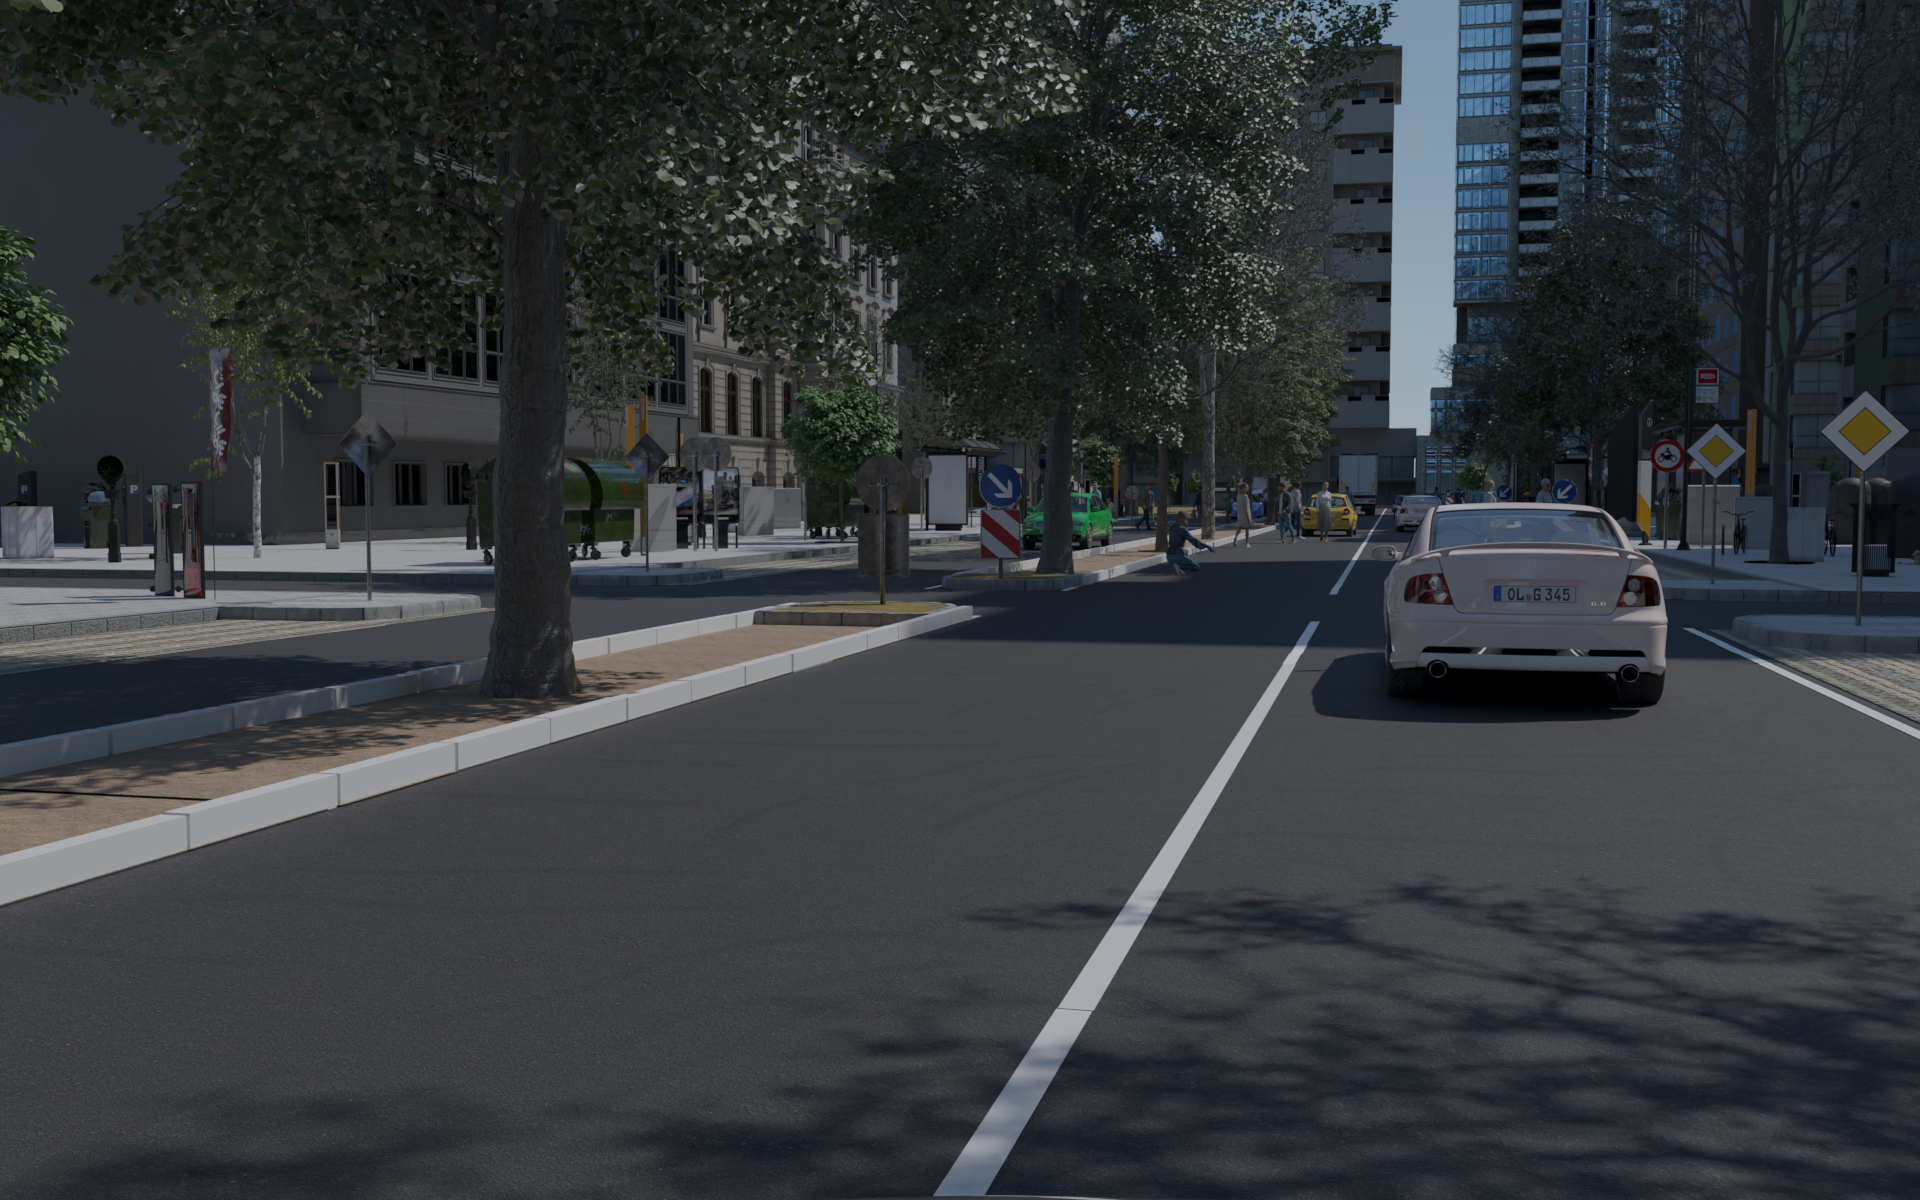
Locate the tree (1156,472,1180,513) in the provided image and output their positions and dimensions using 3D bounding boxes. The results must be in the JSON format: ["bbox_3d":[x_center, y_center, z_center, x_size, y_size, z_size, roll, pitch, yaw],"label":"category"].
[{"bbox_3d":[14.263,-7.613,119.066,1.663,3.219,1.824,0,3,0],"label":"tree"}]

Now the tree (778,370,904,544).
[{"bbox_3d":[-3.112,-3.775,45.438,4.285,4.588,4.351,0,3,0],"label":"tree"}]

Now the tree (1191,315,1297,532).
[{"bbox_3d":[10.472,-6.836,64.589,4.360,8.622,3.978,0,3,0],"label":"tree"}]

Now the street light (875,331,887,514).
[{"bbox_3d":[-1.791,-4.613,47.966,1.470,5.913,1.316,1,4,14],"label":"street light"}]

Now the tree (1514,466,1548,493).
[{"bbox_3d":[30.849,-6.026,93.131,1.663,3.219,1.824,0,3,0],"label":"tree"}]

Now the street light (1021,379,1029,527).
[{"bbox_3d":[3.067,-5.793,67.260,1.470,5.913,1.316,1,4,14],"label":"street light"}]

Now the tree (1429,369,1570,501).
[{"bbox_3d":[33.161,-10.371,103.986,7.601,10.594,8.767,2,4,33],"label":"tree"}]

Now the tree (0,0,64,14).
[{"bbox_3d":[-4.928,-5.074,3.547,7.486,12.596,7.792,0,3,0],"label":"tree"}]

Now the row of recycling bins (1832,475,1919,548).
[{"bbox_3d":[23.899,-2.296,44.654,3.534,1.692,1.069,-2,4,-28],"label":"row of recycling bins"}]

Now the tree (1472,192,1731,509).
[{"bbox_3d":[24.506,-9.113,66.010,9.611,12.733,9.660,0,3,0],"label":"tree"}]

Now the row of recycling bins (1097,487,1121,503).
[{"bbox_3d":[8.636,-5.763,101.343,1.069,1.692,3.534,1,4,21],"label":"row of recycling bins"}]

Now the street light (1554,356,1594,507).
[{"bbox_3d":[20.733,-5.255,58.459,1.470,5.913,1.316,1,4,14],"label":"street light"}]

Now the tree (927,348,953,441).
[{"bbox_3d":[-1.898,-8.178,84.078,4.360,8.622,3.978,0,3,0],"label":"tree"}]

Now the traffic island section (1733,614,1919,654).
[{"bbox_3d":[8.768,0.331,16.874,2.009,0.180,2.903,1,4,14],"label":"traffic island section"}]

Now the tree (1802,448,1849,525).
[{"bbox_3d":[36.408,-4.810,73.250,1.663,3.219,1.824,0,3,0],"label":"tree"}]

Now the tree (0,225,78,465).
[{"bbox_3d":[-10.588,-2.052,17.258,4.285,4.588,4.351,0,3,0],"label":"tree"}]

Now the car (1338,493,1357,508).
[{"bbox_3d":[24.384,-6.241,110.841,1.959,1.807,4.718,1,4,14],"label":"car"}]

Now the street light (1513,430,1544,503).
[{"bbox_3d":[25.476,-6.412,77.385,1.470,5.913,1.316,1,4,14],"label":"street light"}]

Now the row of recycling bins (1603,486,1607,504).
[{"bbox_3d":[33.515,-5.036,89.447,1.069,1.692,3.534,-2,4,-32],"label":"row of recycling bins"}]

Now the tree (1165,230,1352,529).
[{"bbox_3d":[11.691,-9.169,70.499,7.486,12.596,7.792,0,3,0],"label":"tree"}]

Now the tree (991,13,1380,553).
[{"bbox_3d":[4.964,-7.905,42.069,12.009,13.543,11.850,0,3,0],"label":"tree"}]

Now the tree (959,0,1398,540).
[{"bbox_3d":[6.807,-12.017,54.831,12.611,20.169,13.585,0,3,0],"label":"tree"}]

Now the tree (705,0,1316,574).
[{"bbox_3d":[1.696,-7.405,30.190,9.857,13.997,8.962,0,3,0],"label":"tree"}]

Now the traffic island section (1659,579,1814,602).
[{"bbox_3d":[10.714,-0.143,24.619,2.009,0.180,2.903,1,4,14],"label":"traffic island section"}]

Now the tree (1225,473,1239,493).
[{"bbox_3d":[25.345,-10.136,160.328,1.663,3.219,1.824,0,3,0],"label":"tree"}]

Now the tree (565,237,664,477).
[{"bbox_3d":[-9.605,-5.862,46.214,4.360,8.622,3.978,0,3,0],"label":"tree"}]

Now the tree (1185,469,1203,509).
[{"bbox_3d":[17.214,-8.150,127.846,1.663,3.219,1.824,0,3,0],"label":"tree"}]

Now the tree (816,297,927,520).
[{"bbox_3d":[-3.758,-7.037,65.412,4.360,8.622,3.978,0,3,0],"label":"tree"}]

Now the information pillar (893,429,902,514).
[{"bbox_3d":[-2.239,-4.335,62.227,0.183,3.616,0.504,3,4,38],"label":"information pillar"}]

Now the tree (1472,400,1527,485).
[{"bbox_3d":[36.579,-10.160,116.477,4.360,8.622,3.978,0,3,0],"label":"tree"}]

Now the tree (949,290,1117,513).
[{"bbox_3d":[3.011,-8.568,74.507,8.767,10.594,7.601,2,4,28],"label":"tree"}]

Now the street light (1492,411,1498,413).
[{"bbox_3d":[30.312,-7.578,96.435,1.470,5.913,1.316,1,4,14],"label":"street light"}]

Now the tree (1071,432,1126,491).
[{"bbox_3d":[7.070,-6.519,90.298,4.285,4.588,4.351,0,3,0],"label":"tree"}]

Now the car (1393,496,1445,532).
[{"bbox_3d":[17.702,-3.313,66.524,2.083,1.381,4.827,1,4,13],"label":"car"}]

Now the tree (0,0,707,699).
[{"bbox_3d":[-3.067,-6.297,12.064,9.857,13.997,8.962,0,3,0],"label":"tree"}]

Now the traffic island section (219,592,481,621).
[{"bbox_3d":[-7.129,0.087,20.858,2.009,0.180,2.903,1,4,14],"label":"traffic island section"}]

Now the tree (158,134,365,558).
[{"bbox_3d":[-14.064,-5.158,34.696,4.737,8.622,4.395,0,3,0],"label":"tree"}]

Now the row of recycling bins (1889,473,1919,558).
[{"bbox_3d":[20.273,-1.730,35.403,3.534,1.692,1.069,-2,4,-27],"label":"row of recycling bins"}]

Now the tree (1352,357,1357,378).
[{"bbox_3d":[14.301,-9.742,79.872,7.486,12.596,7.792,0,3,0],"label":"tree"}]

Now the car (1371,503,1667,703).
[{"bbox_3d":[4.247,-0.065,13.420,2.083,1.381,4.827,1,4,14],"label":"car"}]

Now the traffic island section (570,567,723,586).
[{"bbox_3d":[-5.184,-0.387,28.603,2.009,0.180,2.903,1,4,14],"label":"traffic island section"}]

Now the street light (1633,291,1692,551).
[{"bbox_3d":[15.990,-4.094,39.485,1.470,5.913,1.316,1,4,14],"label":"street light"}]

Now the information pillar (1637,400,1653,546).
[{"bbox_3d":[17.053,-3.166,43.112,0.504,3.616,0.183,-3,4,-36],"label":"information pillar"}]

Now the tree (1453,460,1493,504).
[{"bbox_3d":[46.546,-10.588,156.823,4.285,4.588,4.351,0,3,0],"label":"tree"}]

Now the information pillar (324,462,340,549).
[{"bbox_3d":[-14.590,-2.187,40.244,0.304,2.012,0.304,-1,4,-14],"label":"information pillar"}]

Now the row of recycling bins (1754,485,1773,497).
[{"bbox_3d":[36.033,-4.293,77.311,1.069,1.692,3.534,2,4,31],"label":"row of recycling bins"}]

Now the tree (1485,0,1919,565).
[{"bbox_3d":[14.937,-7.405,31.442,12.009,13.543,11.850,0,3,0],"label":"tree"}]

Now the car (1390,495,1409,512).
[{"bbox_3d":[35.166,-7.635,137.405,1.945,1.354,3.894,1,4,12],"label":"car"}]

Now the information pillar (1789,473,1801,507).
[{"bbox_3d":[29.212,-3.432,60.601,0.304,2.012,0.304,1,4,15],"label":"information pillar"}]

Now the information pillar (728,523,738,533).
[{"bbox_3d":[-7.510,-3.231,57.317,0.304,2.012,0.304,1,4,8],"label":"information pillar"}]

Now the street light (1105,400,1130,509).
[{"bbox_3d":[7.836,-6.950,86.180,1.470,5.913,1.316,1,4,14],"label":"street light"}]

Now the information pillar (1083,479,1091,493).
[{"bbox_3d":[6.330,-5.009,86.387,0.304,2.012,0.304,-1,4,-10],"label":"information pillar"}]

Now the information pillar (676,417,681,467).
[{"bbox_3d":[-8.588,-3.760,52.826,0.183,3.616,0.504,-1,4,-17],"label":"information pillar"}]

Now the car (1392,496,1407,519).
[{"bbox_3d":[26.435,-5.469,101.994,1.945,1.354,3.894,1,4,14],"label":"car"}]
